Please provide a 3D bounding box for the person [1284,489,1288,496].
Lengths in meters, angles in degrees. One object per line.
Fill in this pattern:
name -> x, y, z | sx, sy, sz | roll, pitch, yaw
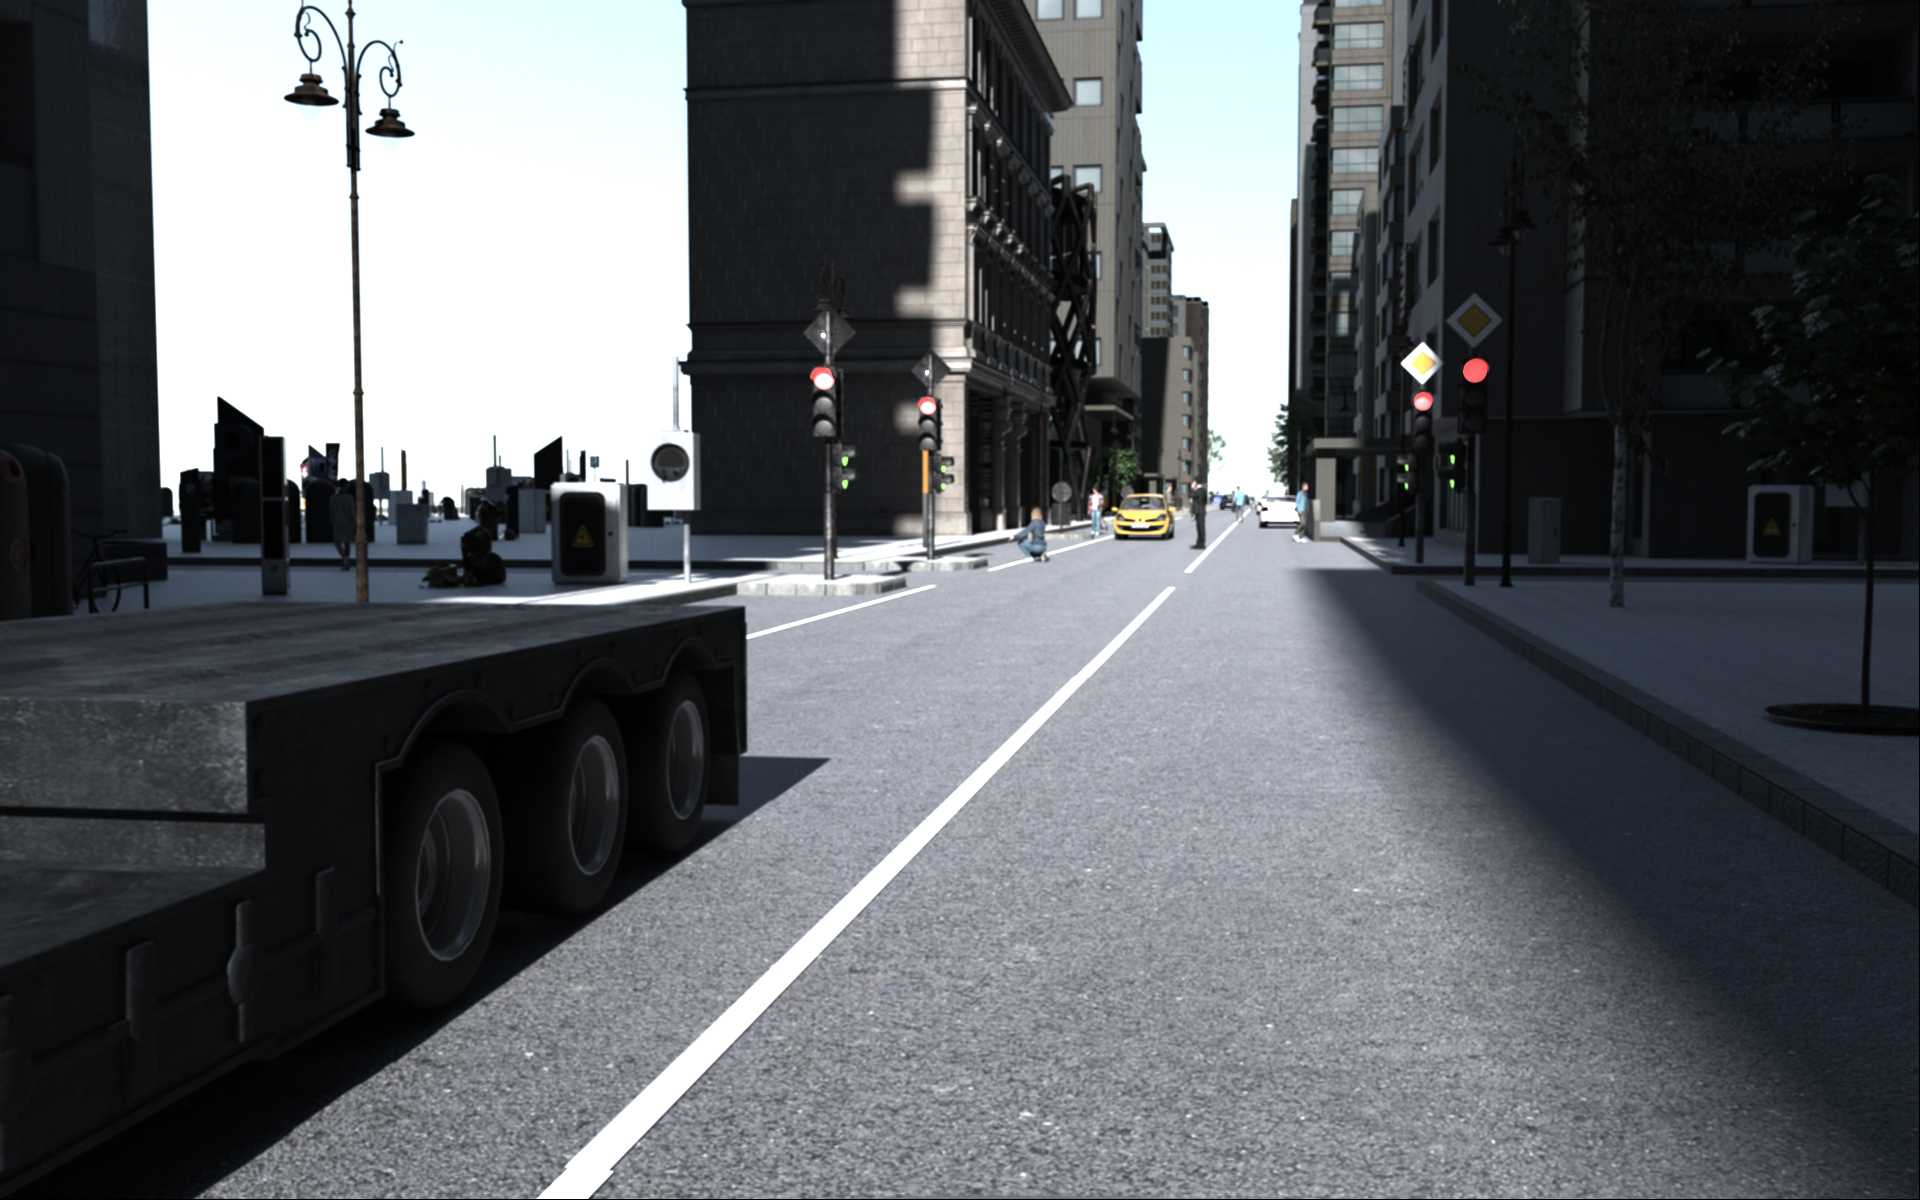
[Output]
person -> 23.899, -7.216, 126.619 | 0.705, 1.807, 1.348 | 1, 4, 22

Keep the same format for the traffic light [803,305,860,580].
traffic light -> -1.939, -2.256, 25.800 | 0.839, 4.253, 0.868 | 1, 4, 10

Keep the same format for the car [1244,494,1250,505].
car -> 36.131, -12.930, 221.184 | 2.009, 1.686, 4.222 | 1, 4, 11

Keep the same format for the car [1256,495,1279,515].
car -> 21.435, -6.546, 119.381 | 2.083, 1.381, 4.827 | 1, 4, 12

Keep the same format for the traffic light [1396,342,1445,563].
traffic light -> 8.521, -2.640, 32.088 | 0.839, 4.253, 0.868 | 1, 4, 10

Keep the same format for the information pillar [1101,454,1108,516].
information pillar -> 8.534, -6.792, 102.406 | 0.504, 3.616, 0.183 | -2, 4, -28

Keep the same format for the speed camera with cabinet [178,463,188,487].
speed camera with cabinet -> -49.743, -7.188, 111.854 | 0.660, 3.252, 2.038 | 0, 4, 1

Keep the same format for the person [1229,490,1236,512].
person -> 21.648, -7.787, 136.534 | 1.217, 1.743, 0.721 | -2, 4, -35

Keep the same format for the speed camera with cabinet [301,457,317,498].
speed camera with cabinet -> -35.115, -5.947, 91.565 | 2.038, 3.252, 0.660 | 0, 4, -4

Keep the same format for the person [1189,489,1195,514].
person -> 16.682, -7.019, 123.397 | 0.705, 1.807, 1.348 | 2, 4, 29

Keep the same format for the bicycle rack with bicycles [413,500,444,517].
bicycle rack with bicycles -> -30.561, -5.292, 99.900 | 2.852, 0.926, 2.925 | 1, 4, 20

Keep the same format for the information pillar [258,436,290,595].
information pillar -> -8.740, -1.076, 22.081 | 0.304, 2.012, 0.304 | -1, 4, -14

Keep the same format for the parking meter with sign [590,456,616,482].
parking meter with sign -> -16.148, -5.097, 79.591 | 0.543, 3.016, 1.738 | 3, 4, 36

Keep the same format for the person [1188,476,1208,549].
person -> 6.177, -2.276, 45.070 | 0.474, 1.900, 0.648 | 1, 4, 17

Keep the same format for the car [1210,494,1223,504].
car -> 34.045, -13.434, 229.236 | 1.945, 1.707, 3.694 | 1, 4, 12

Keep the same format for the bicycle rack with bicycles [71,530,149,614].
bicycle rack with bicycles -> -9.465, -0.232, 17.174 | 2.852, 0.926, 2.925 | -1, 4, -8

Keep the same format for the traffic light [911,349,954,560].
traffic light -> -0.554, -2.737, 33.665 | 0.839, 4.253, 0.868 | 1, 4, 10

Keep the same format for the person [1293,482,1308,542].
person -> 10.203, -2.625, 51.765 | 0.601, 1.785, 0.444 | -3, 5, -39

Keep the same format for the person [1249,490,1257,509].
person -> 28.522, -9.802, 168.629 | 0.709, 1.838, 0.599 | -1, 4, -11

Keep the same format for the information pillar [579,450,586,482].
information pillar -> -19.776, -6.088, 90.887 | 0.183, 3.616, 0.504 | 2, 4, 25

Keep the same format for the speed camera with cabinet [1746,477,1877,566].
speed camera with cabinet -> 15.443, -2.268, 31.418 | 0.660, 3.252, 2.038 | -3, 5, -42

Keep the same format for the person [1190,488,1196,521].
person -> 12.489, -5.029, 91.209 | 0.782, 1.767, 0.515 | -1, 4, -11

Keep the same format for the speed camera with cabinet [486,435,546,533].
speed camera with cabinet -> -14.751, -3.864, 57.515 | 2.038, 3.252, 0.660 | 2, 4, 24

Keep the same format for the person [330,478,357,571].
person -> -11.278, -1.377, 31.763 | 0.466, 1.731, 0.760 | -3, 4, -36

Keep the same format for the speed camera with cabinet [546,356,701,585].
speed camera with cabinet -> -4.765, -1.857, 24.692 | 2.038, 3.252, 0.660 | 0, 4, 2

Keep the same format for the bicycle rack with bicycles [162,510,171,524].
bicycle rack with bicycles -> -33.230, -3.396, 68.904 | 2.925, 0.926, 2.852 | -1, 4, -10

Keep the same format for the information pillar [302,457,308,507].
information pillar -> -38.696, -6.805, 102.617 | 0.504, 3.616, 0.183 | -1, 4, -14

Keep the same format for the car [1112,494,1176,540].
car -> 5.889, -2.750, 55.184 | 2.015, 1.641, 3.980 | 1, 4, 10

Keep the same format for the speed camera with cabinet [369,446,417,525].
speed camera with cabinet -> -23.807, -4.779, 72.474 | 0.660, 3.252, 2.038 | 2, 4, 24

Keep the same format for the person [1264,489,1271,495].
person -> 25.079, -8.112, 141.217 | 1.350, 1.814, 0.705 | 2, 4, 24

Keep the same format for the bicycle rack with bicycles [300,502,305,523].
bicycle rack with bicycles -> -29.906, -3.839, 76.145 | 2.852, 0.926, 2.925 | 0, 4, 1

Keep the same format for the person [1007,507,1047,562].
person -> 1.452, -1.383, 36.610 | 1.012, 1.151, 0.738 | -3, 5, -43

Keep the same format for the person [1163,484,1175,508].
person -> 6.969, -2.977, 57.719 | 0.362, 1.759, 0.519 | -1, 4, -17

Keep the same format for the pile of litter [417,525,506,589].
pile of litter -> -7.031, -0.632, 24.295 | 1.176, 0.858, 1.719 | 2, 4, 24

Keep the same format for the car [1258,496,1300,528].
car -> 13.803, -3.781, 74.188 | 2.083, 1.381, 4.827 | 1, 4, 11

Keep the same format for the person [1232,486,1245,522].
person -> 14.144, -4.862, 87.861 | 0.638, 1.841, 0.748 | 0, 4, 8

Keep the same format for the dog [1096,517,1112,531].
dog -> 5.640, -3.144, 68.238 | 0.800, 0.831, 0.513 | 2, 4, 33

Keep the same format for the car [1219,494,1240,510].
car -> 24.828, -9.135, 159.146 | 2.009, 1.686, 4.222 | 1, 4, 12

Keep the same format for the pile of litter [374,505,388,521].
pile of litter -> -28.156, -4.269, 83.757 | 1.176, 0.858, 1.719 | 1, 4, 9

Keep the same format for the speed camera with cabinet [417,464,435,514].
speed camera with cabinet -> -35.099, -7.286, 113.455 | 0.660, 3.252, 2.038 | 0, 4, 4

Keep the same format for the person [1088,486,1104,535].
person -> 4.781, -3.144, 60.735 | 0.563, 1.720, 0.643 | 1, 4, 20

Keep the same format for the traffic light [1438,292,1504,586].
traffic light -> 7.135, -2.159, 24.223 | 0.839, 4.253, 0.868 | 1, 4, 10
